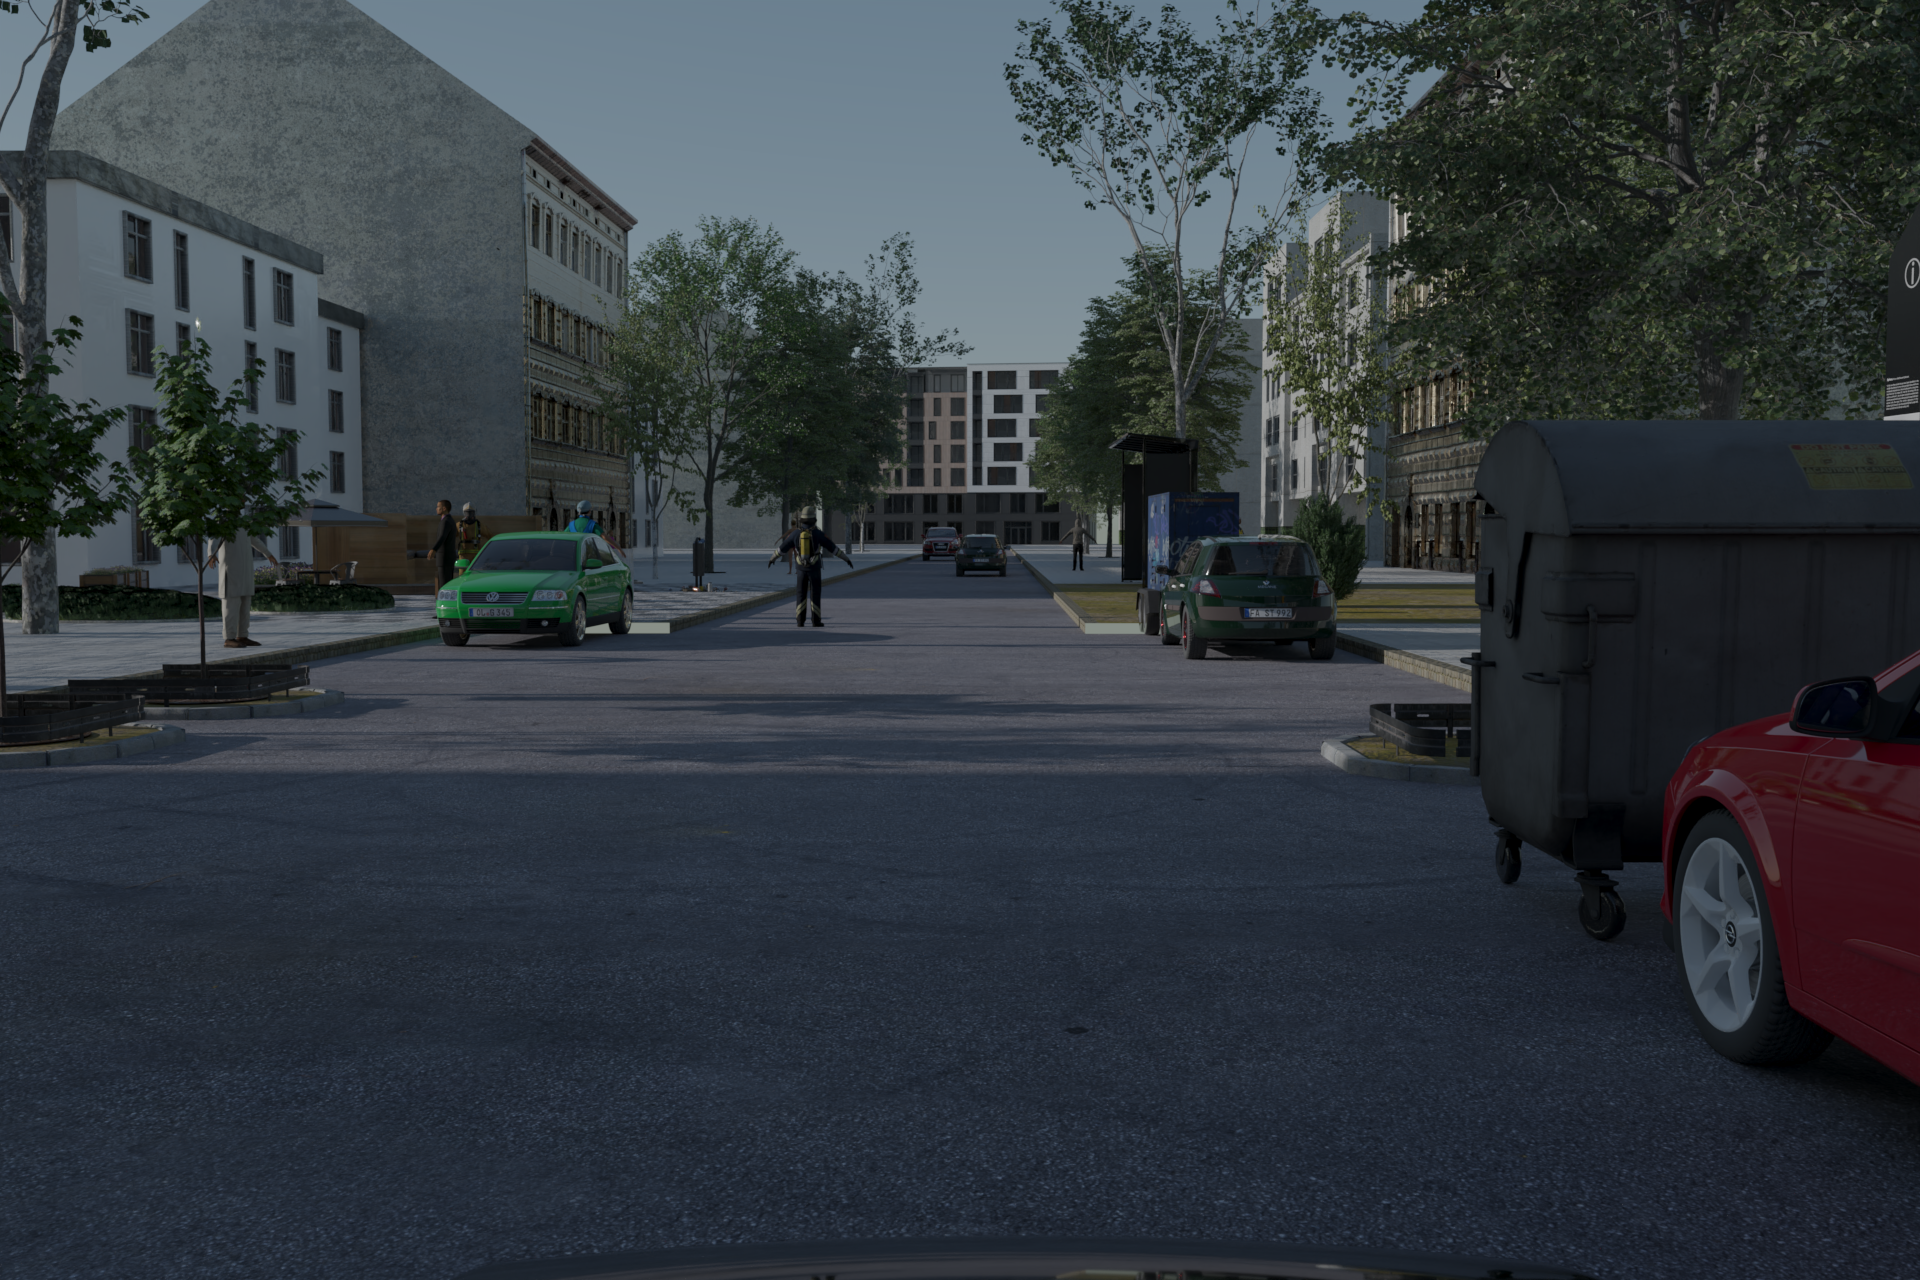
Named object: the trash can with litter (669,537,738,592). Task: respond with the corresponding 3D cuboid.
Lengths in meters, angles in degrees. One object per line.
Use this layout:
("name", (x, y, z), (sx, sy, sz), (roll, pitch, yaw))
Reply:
("trash can with litter", (-5.733, -1.718, 39.151), (1.678, 1.210, 2.233), (0, 4, 2))

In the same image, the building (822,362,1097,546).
("building", (0.616, -22.869, 220.332), (32.646, 21.610, 27.936), (0, 4, 8))

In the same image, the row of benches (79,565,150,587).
("row of benches", (-16.135, -1.078, 33.093), (1.422, 0.672, 4.104), (-1, 4, -17))

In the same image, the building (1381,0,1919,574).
("building", (25.657, -13.881, 57.881), (19.493, 23.208, 18.063), (0, 4, 1))

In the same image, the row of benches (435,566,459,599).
("row of benches", (-8.500, -1.118, 33.742), (4.104, 0.672, 1.422), (1, 4, 23))

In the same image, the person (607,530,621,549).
("person", (-12.136, -3.136, 60.544), (0.599, 1.433, 0.991), (1, 4, 19))

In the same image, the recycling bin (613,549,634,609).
("recycling bin", (-5.973, -1.032, 29.434), (0.722, 1.027, 0.722), (0, 4, 2))

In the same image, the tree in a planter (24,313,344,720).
("tree in a planter", (-6.255, -1.040, 14.219), (1.991, 3.239, 1.994), (0, 4, 1))

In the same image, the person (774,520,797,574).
("person", (-5.364, -2.972, 55.395), (1.217, 1.733, 0.721), (-2, 4, -31))

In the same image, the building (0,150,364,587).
("building", (-23.627, -6.727, 52.140), (9.099, 9.664, 28.070), (0, 4, 1))

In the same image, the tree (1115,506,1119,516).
("tree", (21.734, -16.621, 222.117), (4.737, 8.622, 4.395), (0, 3, 0))

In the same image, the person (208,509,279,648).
("person", (-8.175, -0.828, 19.630), (0.704, 1.819, 1.344), (0, 4, 8))

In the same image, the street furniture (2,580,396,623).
("street furniture", (-14.529, -0.734, 27.627), (10.072, 0.657, 5.734), (0, 4, -2))

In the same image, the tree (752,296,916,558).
("tree", (-7.285, -11.456, 93.960), (9.857, 13.997, 8.962), (0, 3, 0))

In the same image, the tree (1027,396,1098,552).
("tree", (8.637, -12.137, 124.202), (9.928, 11.665, 9.643), (0, 3, 0))

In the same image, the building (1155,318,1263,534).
("building", (25.952, -17.383, 150.666), (16.747, 18.905, 31.486), (0, 4, 1))

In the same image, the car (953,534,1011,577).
("car", (0.746, -3.042, 59.530), (2.009, 1.686, 4.222), (0, 4, 2))

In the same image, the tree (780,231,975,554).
("tree", (-5.836, -15.422, 108.038), (12.611, 20.169, 13.585), (0, 3, 0))

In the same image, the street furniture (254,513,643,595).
("street furniture", (-13.244, -2.050, 40.380), (11.010, 1.723, 9.812), (-1, 4, -14))

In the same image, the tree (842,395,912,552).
("tree", (-7.063, -12.301, 126.881), (9.928, 11.665, 9.643), (0, 3, 0))

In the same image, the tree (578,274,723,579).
("tree", (-8.651, -6.027, 48.896), (4.737, 8.622, 4.395), (0, 3, 0))

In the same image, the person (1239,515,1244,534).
("person", (8.016, -2.689, 49.937), (0.705, 1.833, 1.349), (3, 4, 37))

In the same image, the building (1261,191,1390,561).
("building", (28.028, -14.161, 97.982), (16.747, 18.905, 31.486), (0, 4, 1))

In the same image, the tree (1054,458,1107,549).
("tree", (8.552, -10.288, 118.568), (4.360, 8.622, 3.978), (0, 3, 0))

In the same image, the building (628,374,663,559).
("building", (-21.451, -9.615, 99.348), (9.099, 9.664, 28.070), (0, 4, 0))

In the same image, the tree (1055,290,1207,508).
("tree", (7.800, -9.993, 81.518), (7.486, 12.596, 7.792), (0, 3, 0))

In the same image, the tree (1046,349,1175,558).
("tree", (8.169, -10.246, 93.279), (9.928, 11.665, 9.643), (0, 3, 0))

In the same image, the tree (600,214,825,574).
("tree", (-8.121, -7.985, 56.305), (9.928, 11.665, 9.643), (0, 3, 0))

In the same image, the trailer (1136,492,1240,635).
("trailer", (3.321, -1.128, 25.491), (1.471, 1.999, 3.904), (0, 4, 0))

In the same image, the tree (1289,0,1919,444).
("tree", (9.038, -6.974, 20.678), (9.857, 13.997, 8.962), (0, 3, 0))

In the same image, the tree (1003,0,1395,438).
("tree", (8.203, -12.085, 53.483), (12.611, 20.169, 13.585), (0, 3, 0))

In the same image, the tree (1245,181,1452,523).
("tree", (7.851, -5.249, 36.176), (4.737, 8.622, 4.395), (0, 3, 0))

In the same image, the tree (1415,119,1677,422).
("tree", (9.954, -4.867, 29.934), (4.737, 8.622, 4.395), (0, 3, 0))

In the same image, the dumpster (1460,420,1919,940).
("dumpster", (2.962, 0.100, 6.573), (1.865, 1.857, 1.264), (0, 4, 0))

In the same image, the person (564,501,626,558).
("person", (-5.971, -1.319, 27.697), (1.347, 1.817, 0.704), (1, 4, 21))

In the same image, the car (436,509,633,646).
("car", (-5.675, -0.899, 23.495), (1.959, 1.807, 4.718), (0, 4, 1))

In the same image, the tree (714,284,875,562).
("tree", (-7.607, -9.848, 79.143), (7.486, 12.596, 7.792), (0, 3, 0))

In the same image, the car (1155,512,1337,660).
("car", (3.440, -0.696, 21.171), (2.009, 1.686, 4.222), (0, 4, 1))

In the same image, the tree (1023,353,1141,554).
("tree", (7.756, -11.690, 109.260), (7.486, 12.596, 7.792), (0, 3, 0))

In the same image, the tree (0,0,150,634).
("tree", (-13.160, -10.188, 22.456), (12.611, 20.169, 13.585), (0, 3, 0))

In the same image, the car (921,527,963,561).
("car", (-0.970, -5.208, 93.828), (2.281, 1.827, 5.304), (0, 4, 1))

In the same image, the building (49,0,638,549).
("building", (-25.496, -14.925, 74.945), (19.493, 23.208, 18.063), (0, 4, 2))

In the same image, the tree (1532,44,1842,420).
("tree", (16.425, -7.513, 40.966), (7.486, 12.596, 7.792), (0, 3, 0))

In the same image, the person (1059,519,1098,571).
("person", (4.143, -3.339, 60.724), (1.348, 1.813, 0.705), (1, 4, 8))

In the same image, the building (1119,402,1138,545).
("building", (26.876, -19.686, 188.317), (16.747, 18.905, 31.486), (0, 4, 1))

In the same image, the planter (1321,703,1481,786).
("planter", (3.327, 0.631, 10.826), (1.991, 0.319, 1.994), (0, 4, 1))

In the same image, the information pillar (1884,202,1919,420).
("information pillar", (6.567, -1.263, 12.007), (0.183, 3.616, 0.504), (0, 4, 1))

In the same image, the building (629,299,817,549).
("building", (-23.567, -20.110, 159.719), (19.493, 23.208, 18.063), (0, 4, 2))

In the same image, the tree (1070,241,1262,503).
("tree", (7.982, -9.165, 67.970), (7.486, 12.596, 7.792), (0, 3, 0))

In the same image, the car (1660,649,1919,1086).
("car", (2.942, 0.344, 3.416), (2.155, 1.783, 4.494), (0, 4, 1))

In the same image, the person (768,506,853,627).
("person", (-2.325, -1.130, 26.712), (1.354, 1.856, 0.705), (1, 4, 9))

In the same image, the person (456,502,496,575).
("person", (-8.809, -1.553, 31.158), (1.354, 1.858, 0.705), (-1, 4, -12))

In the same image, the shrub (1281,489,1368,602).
("shrub", (6.312, -1.621, 30.546), (1.661, 2.075, 1.752), (0, 3, 0))

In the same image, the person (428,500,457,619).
("person", (-7.824, -1.226, 26.270), (0.704, 1.802, 1.346), (0, 4, -6))

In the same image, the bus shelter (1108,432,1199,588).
("bus shelter", (4.775, -3.172, 43.150), (1.731, 3.624, 6.357), (0, 4, 1))

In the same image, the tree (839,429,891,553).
("tree", (-6.679, -10.236, 117.716), (4.360, 8.622, 3.978), (0, 3, 0))

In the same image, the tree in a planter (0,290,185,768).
("tree in a planter", (-6.359, -0.868, 11.418), (1.991, 3.239, 1.994), (0, 4, 1))
